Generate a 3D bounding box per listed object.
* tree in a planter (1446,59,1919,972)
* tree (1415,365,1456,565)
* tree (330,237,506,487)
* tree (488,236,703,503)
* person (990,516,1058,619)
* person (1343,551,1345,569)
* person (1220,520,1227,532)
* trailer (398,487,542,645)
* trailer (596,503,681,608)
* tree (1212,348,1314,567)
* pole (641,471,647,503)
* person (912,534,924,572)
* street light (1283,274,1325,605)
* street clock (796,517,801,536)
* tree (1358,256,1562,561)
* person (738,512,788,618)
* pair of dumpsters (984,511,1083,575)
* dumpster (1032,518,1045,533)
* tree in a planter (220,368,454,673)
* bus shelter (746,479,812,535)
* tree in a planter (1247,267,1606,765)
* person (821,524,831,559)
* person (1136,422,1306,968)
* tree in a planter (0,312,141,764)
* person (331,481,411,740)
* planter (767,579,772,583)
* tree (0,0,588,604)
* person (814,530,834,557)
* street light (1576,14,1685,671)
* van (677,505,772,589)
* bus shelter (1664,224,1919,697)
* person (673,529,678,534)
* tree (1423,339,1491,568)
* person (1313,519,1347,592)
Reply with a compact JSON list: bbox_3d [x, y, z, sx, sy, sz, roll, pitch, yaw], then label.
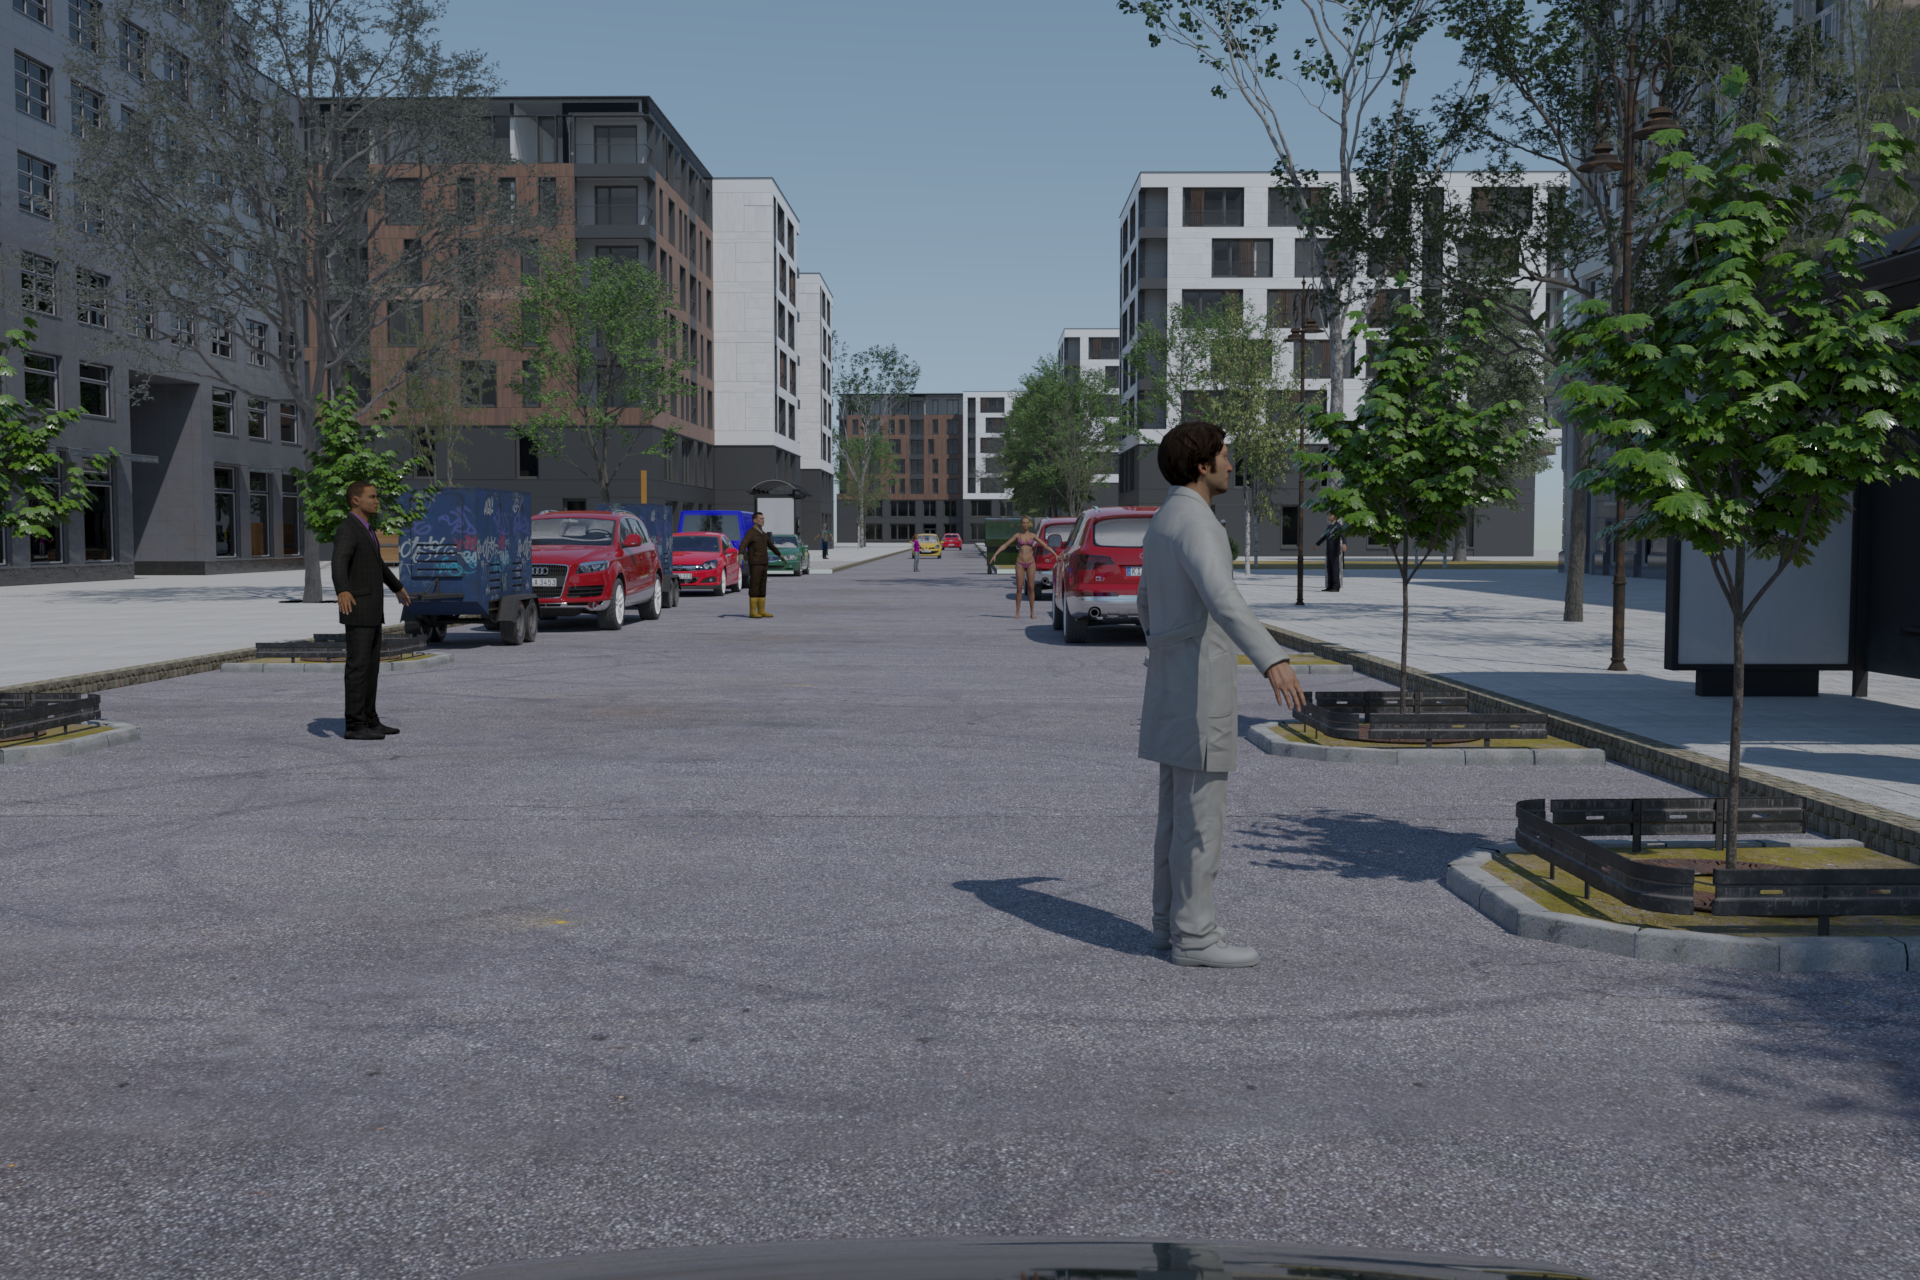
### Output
[{"bbox_3d":[2.973,-0.572,6.571,1.991,3.239,1.994,0,4,-1],"label":"tree in a planter"},{"bbox_3d":[19.176,-7.438,71.980,4.360,8.622,3.978,0,3,0],"label":"tree"},{"bbox_3d":[-12.766,-5.672,43.092,4.360,8.622,3.978,0,3,0],"label":"tree"},{"bbox_3d":[-12.626,-8.278,61.093,9.928,11.665,9.643,0,3,0],"label":"tree"},{"bbox_3d":[1.109,-1.225,29.291,1.217,1.733,0.721,0,4,-2],"label":"person"},{"bbox_3d":[12.995,-3.235,59.678,0.721,1.737,1.214,2,4,29],"label":"person"},{"bbox_3d":[10.253,-3.778,67.630,0.705,1.847,1.347,1,4,17],"label":"person"},{"bbox_3d":[-6.360,-0.905,21.844,1.471,1.999,3.904,0,4,0],"label":"trailer"},{"bbox_3d":[-6.280,-1.585,32.969,1.471,1.999,3.904,0,4,0],"label":"trailer"},{"bbox_3d":[11.476,-7.190,67.915,4.360,8.622,3.978,0,3,0],"label":"tree"},{"bbox_3d":[-10.148,-3.782,55.676,0.158,3.312,0.155,0,3,0],"label":"pole"},{"bbox_3d":[-1.590,-3.290,65.511,0.599,1.433,0.991,2,4,24],"label":"person"},{"bbox_3d":[6.132,-3.564,31.062,0.468,5.910,1.993,0,3,0],"label":"street light"},{"bbox_3d":[-6.890,-4.191,73.093,0.358,2.002,0.471,0,4,1],"label":"street clock"},{"bbox_3d":[23.591,-10.679,81.259,9.857,13.997,8.962,0,3,0],"label":"tree"},{"bbox_3d":[-3.420,-1.283,29.567,0.704,1.812,1.346,2,4,29],"label":"person"},{"bbox_3d":[3.070,-3.465,61.597,4.436,2.255,1.574,0,4,1],"label":"pair of dumpsters"},{"bbox_3d":[2.789,-2.253,45.048,1.865,1.857,1.264,0,4,-1],"label":"dumpster"},{"bbox_3d":[-6.661,-1.321,18.819,1.991,3.239,1.994,0,4,1],"label":"tree in a planter"},{"bbox_3d":[-6.902,-4.454,66.754,2.014,3.302,5.546,0,4,0],"label":"bus shelter"},{"bbox_3d":[3.004,-0.881,11.634,1.991,3.239,1.994,0,4,-1],"label":"tree in a planter"},{"bbox_3d":[-6.879,-5.045,88.611,0.705,1.813,1.348,1,4,11],"label":"person"},{"bbox_3d":[0.814,0.170,5.858,0.705,1.806,1.347,-1,4,-10],"label":"person"},{"bbox_3d":[-6.702,-0.873,11.490,1.991,3.239,1.994,0,4,0],"label":"tree in a planter"},{"bbox_3d":[-4.174,-0.214,12.183,0.704,1.802,1.346,0,4,-1],"label":"person"},{"bbox_3d":[-6.562,-1.819,50.888,1.991,0.319,1.994,0,4,0],"label":"planter"},{"bbox_3d":[-12.027,-7.441,32.035,12.009,13.543,11.850,0,3,0],"label":"tree"},{"bbox_3d":[-7.748,-5.684,99.067,1.347,1.817,0.704,2,4,29],"label":"person"},{"bbox_3d":[6.185,-2.650,16.115,0.468,5.910,1.993,0,4,1],"label":"street light"},{"bbox_3d":[-6.407,-2.616,47.164,2.240,2.365,5.245,0,4,1],"label":"van"},{"bbox_3d":[6.365,-1.051,11.115,2.014,3.302,5.546,0,4,0],"label":"bus shelter"},{"bbox_3d":[-9.246,-3.190,58.334,1.348,1.807,0.705,0,4,-3],"label":"person"},{"bbox_3d":[18.332,-7.024,65.207,4.360,8.622,3.978,0,3,0],"label":"tree"},{"bbox_3d":[8.255,-1.981,38.437,0.704,1.823,1.345,-1,4,-18],"label":"person"}]
